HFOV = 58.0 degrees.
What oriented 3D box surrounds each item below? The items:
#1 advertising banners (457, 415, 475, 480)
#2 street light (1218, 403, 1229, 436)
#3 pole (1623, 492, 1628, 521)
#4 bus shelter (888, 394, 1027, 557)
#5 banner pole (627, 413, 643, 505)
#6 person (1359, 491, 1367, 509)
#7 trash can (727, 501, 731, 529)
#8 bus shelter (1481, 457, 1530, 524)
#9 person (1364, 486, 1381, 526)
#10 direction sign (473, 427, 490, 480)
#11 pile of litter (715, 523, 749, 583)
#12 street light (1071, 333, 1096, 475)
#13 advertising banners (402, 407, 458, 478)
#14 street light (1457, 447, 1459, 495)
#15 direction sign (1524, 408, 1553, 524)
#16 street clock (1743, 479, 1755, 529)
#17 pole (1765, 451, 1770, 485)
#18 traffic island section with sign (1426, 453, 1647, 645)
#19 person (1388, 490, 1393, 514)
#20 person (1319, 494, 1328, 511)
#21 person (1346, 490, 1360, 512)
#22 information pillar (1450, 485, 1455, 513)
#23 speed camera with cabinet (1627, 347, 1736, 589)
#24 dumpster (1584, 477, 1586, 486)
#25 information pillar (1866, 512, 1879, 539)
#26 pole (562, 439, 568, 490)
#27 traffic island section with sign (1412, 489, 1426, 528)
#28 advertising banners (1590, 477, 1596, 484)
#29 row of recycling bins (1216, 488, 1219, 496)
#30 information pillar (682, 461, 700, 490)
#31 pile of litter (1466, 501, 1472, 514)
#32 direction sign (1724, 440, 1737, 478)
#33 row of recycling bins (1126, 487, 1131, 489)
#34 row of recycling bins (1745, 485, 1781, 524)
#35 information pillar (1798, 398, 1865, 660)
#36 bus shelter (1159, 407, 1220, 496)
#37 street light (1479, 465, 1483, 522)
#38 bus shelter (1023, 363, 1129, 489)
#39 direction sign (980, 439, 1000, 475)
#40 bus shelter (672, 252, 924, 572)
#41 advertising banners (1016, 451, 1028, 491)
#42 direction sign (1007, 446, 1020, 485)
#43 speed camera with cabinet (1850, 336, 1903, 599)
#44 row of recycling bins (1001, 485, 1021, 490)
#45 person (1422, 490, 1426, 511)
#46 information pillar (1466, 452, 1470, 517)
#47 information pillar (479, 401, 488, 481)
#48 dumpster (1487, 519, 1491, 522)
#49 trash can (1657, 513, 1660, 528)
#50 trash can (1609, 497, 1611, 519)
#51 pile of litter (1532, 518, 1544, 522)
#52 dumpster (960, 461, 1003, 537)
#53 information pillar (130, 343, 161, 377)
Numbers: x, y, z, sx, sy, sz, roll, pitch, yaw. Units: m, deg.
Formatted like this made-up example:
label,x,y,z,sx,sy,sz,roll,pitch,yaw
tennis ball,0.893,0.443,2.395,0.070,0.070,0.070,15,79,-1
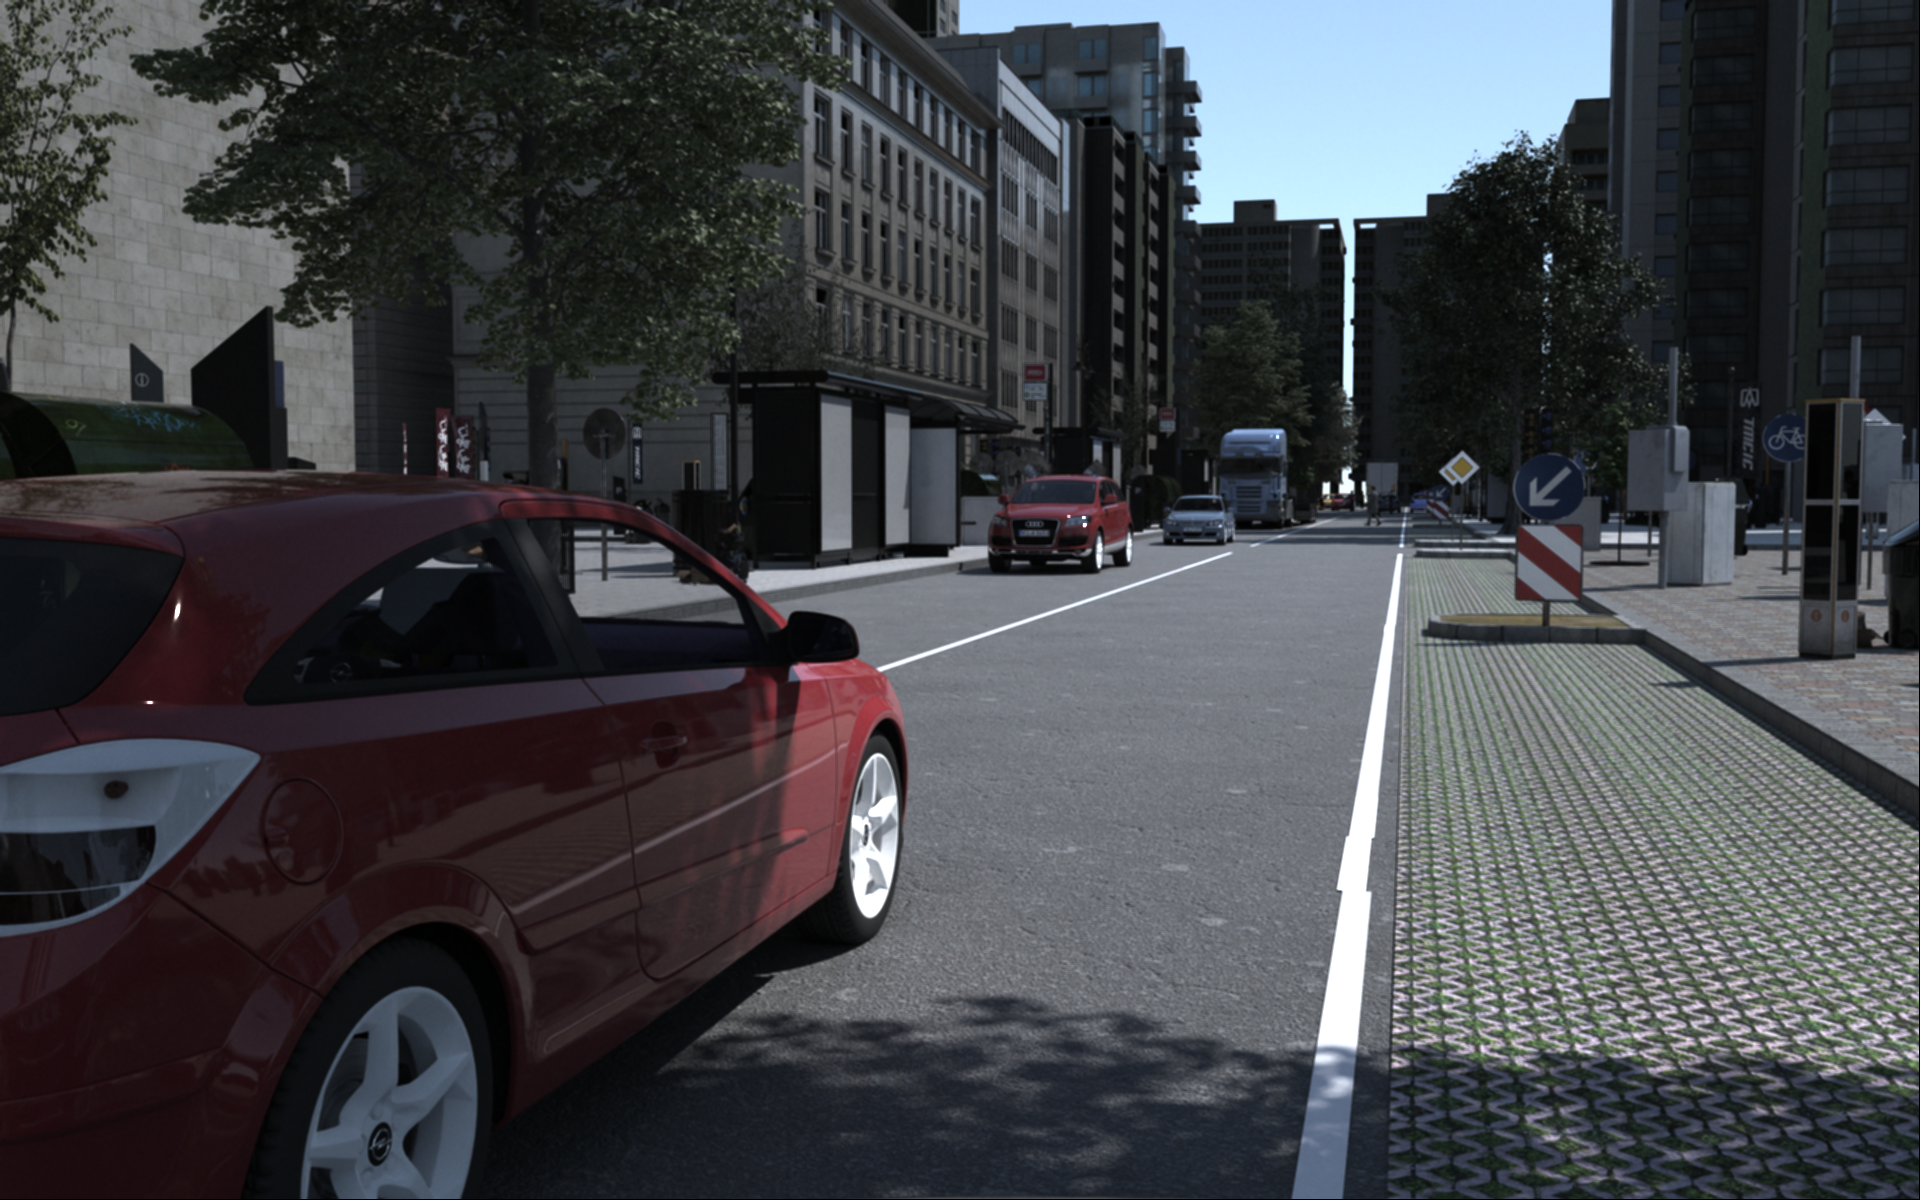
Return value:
label,x,y,z,sx,sy,sz,roll,pitch,yaw
advertising banners,-10.348,-2.606,38.790,2.074,3.025,0.090,-2,4,-27
street light,13.356,-7.044,87.961,0.468,5.910,1.993,1,4,14
pole,31.921,-5.455,83.036,0.158,3.312,0.155,0,3,0
bus shelter,-0.130,-2.684,37.815,2.014,3.302,5.546,1,4,15
banner pole,-10.071,-3.887,53.566,0.401,3.779,0.863,2,4,29
person,39.410,-9.793,169.336,1.217,1.735,0.721,-3,5,-41
trash can,-5.128,-1.540,36.830,0.748,1.137,0.748,0,3,0
bus shelter,23.087,-4.835,72.979,2.014,3.302,5.546,1,4,14
person,18.682,-4.268,78.384,0.767,1.812,0.694,3,5,44
direction sign,-16.291,-4.075,58.624,0.876,3.537,0.379,-3,5,-44
pile of litter,-3.592,-0.684,25.146,1.176,0.858,1.719,1,4,12
street light,3.560,-4.721,49.981,0.468,5.910,1.993,1,4,14
advertising banners,-10.647,-2.324,34.192,0.090,3.025,2.074,1,4,19
street light,34.080,-8.913,118.510,0.468,5.910,1.993,1,4,14
direction sign,15.341,-3.304,46.024,0.379,3.537,0.876,-2,4,-34
street clock,28.951,-3.611,63.611,0.358,2.002,0.471,0,4,-2
pole,37.754,-5.331,81.000,0.158,3.312,0.155,0,3,0
traffic island section with sign,5.773,-0.543,17.500,1.989,1.847,2.006,1,4,14
person,30.609,-6.977,123.383,0.445,1.727,0.742,-2,4,-28
person,30.714,-8.226,146.185,0.799,1.438,0.628,1,4,21
person,31.146,-7.836,137.346,1.217,1.743,0.721,3,5,40
information pillar,33.020,-6.824,116.058,0.304,2.012,0.304,1,4,20
speed camera with cabinet,10.025,-1.816,24.027,2.038,3.252,0.660,-3,5,-40
dumpster,23.663,-3.999,67.872,1.502,2.255,1.985,1,4,15
information pillar,26.151,-2.759,49.594,0.304,2.012,0.304,2,4,35
pole,-14.685,-4.317,64.420,0.158,3.312,0.155,0,3,0
traffic island section with sign,19.959,-3.898,72.354,1.989,1.847,2.006,1,4,14
advertising banners,34.535,-6.134,96.476,2.074,3.025,0.090,0,4,5
row of recycling bins,16.830,-6.038,105.837,1.069,1.692,3.534,-2,4,-30
information pillar,-5.948,-2.072,38.371,0.304,2.012,0.304,1,4,12
pile of litter,35.201,-6.287,116.760,1.719,0.858,1.176,-3,5,-39
direction sign,32.216,-4.915,72.355,0.876,3.537,0.379,-2,4,-28
row of recycling bins,9.712,-5.589,98.498,1.069,1.692,3.534,3,4,38
row of recycling bins,33.912,-4.176,75.390,3.534,1.692,1.069,0,4,-7
information pillar,6.791,-0.551,13.503,0.304,2.012,0.304,-2,4,-28
bus shelter,10.971,-6.437,82.876,2.179,5.291,8.768,1,4,14
street light,24.273,-6.589,80.522,0.468,5.910,1.993,1,4,14
bus shelter,3.652,-4.771,55.639,2.179,5.291,8.768,1,4,14
direction sign,1.225,-4.852,71.323,0.876,3.537,0.379,1,4,21
bus shelter,-2.871,-3.257,30.880,2.179,5.291,8.768,1,4,14
advertising banners,2.403,-4.548,70.543,0.090,3.025,2.074,-2,4,-27
direction sign,2.562,-5.533,82.465,0.379,3.537,0.876,-3,5,-42
speed camera with cabinet,11.535,-1.639,21.138,0.660,3.252,2.038,-1,4,-12
row of recycling bins,2.515,-4.210,75.949,1.069,1.692,3.534,-1,4,-20
person,38.944,-8.302,144.760,0.750,1.759,0.617,0,4,5
information pillar,27.954,-6.359,95.324,0.183,3.616,0.504,1,4,23
information pillar,-11.955,-3.189,43.491,0.183,3.616,0.504,-2,4,-29
dumpster,25.248,-4.592,80.833,1.264,1.857,1.865,1,4,14
trash can,25.636,-3.132,62.855,0.748,1.137,0.748,0,3,0
trash can,31.657,-4.501,85.248,0.748,1.137,0.748,0,3,0
pile of litter,29.113,-4.429,86.379,1.176,0.858,1.719,1,4,15
dumpster,0.307,-2.947,50.681,1.502,2.255,1.985,1,4,14
information pillar,-12.724,-2.189,27.150,0.183,3.616,0.504,3,5,39
